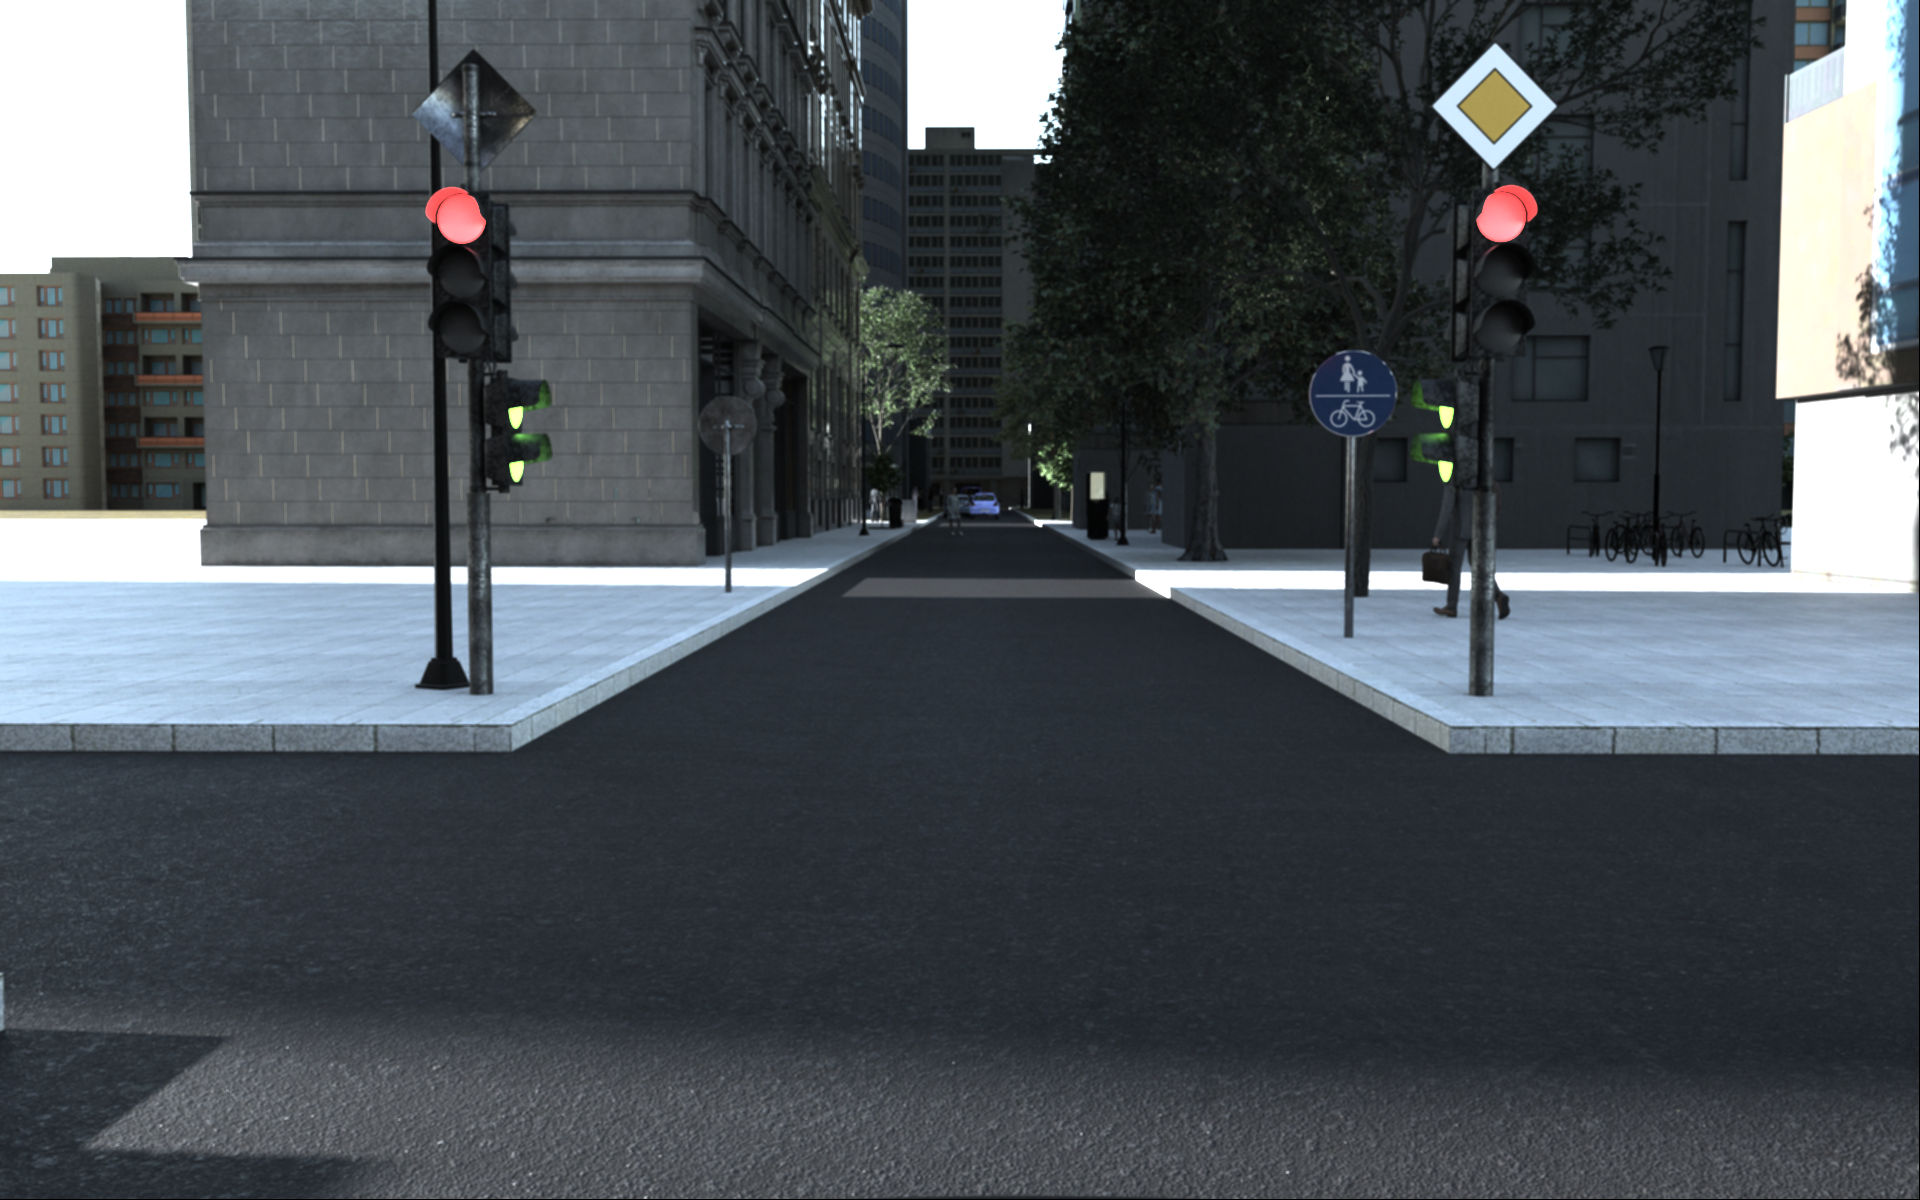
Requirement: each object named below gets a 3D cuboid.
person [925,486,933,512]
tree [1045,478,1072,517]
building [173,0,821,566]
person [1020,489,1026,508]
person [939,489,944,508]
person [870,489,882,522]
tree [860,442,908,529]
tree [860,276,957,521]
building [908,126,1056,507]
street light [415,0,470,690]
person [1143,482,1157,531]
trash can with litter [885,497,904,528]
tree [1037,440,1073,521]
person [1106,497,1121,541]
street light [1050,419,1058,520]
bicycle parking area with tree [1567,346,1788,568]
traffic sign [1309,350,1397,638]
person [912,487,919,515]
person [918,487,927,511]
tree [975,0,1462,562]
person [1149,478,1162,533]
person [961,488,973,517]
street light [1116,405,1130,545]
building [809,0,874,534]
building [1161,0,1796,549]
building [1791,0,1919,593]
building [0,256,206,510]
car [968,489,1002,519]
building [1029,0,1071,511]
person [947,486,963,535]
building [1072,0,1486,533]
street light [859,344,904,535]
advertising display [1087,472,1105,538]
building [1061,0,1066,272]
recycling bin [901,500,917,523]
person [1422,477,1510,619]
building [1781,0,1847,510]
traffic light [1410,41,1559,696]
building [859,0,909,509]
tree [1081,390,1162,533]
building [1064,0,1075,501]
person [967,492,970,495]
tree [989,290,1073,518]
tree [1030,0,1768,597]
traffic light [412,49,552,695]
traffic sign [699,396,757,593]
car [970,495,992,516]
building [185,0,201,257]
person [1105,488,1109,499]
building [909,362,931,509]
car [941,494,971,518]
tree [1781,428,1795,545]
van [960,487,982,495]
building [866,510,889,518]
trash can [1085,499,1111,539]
[{"bbox_3d":[-2.131,-7.152,122.994,0.705,1.822,1.348,1,4,21],"label":"person"},{"bbox_3d":[5.747,-6.327,98.051,1.663,3.219,1.824,0,3,0],"label":"tree"},{"bbox_3d":[-9.062,-11.044,31.477,10.553,20.767,40.483,0,4,1],"label":"building"},{"bbox_3d":[5.601,-9.026,154.301,0.721,1.739,1.217,2,4,26],"label":"person"},{"bbox_3d":[-1.615,-9.102,155.594,0.721,1.736,1.217,0,4,-7],"label":"person"},{"bbox_3d":[-3.818,-4.423,78.785,0.576,1.772,0.534,0,4,4],"label":"person"},{"bbox_3d":[-2.743,-4.236,63.861,1.663,3.219,1.824,0,3,0],"label":"tree"},{"bbox_3d":[-3.744,-9.551,81.911,9.928,11.665,9.643,0,3,0],"label":"tree"},{"bbox_3d":[-1.119,-30.201,185.660,23.993,40.220,32.217,0,4,1],"label":"building"},{"bbox_3d":[-2.889,-2.372,11.329,1.470,5.913,1.316,0,4,1],"label":"street light"},{"bbox_3d":[6.625,-3.247,60.142,0.512,1.701,0.522,2,4,26],"label":"person"},{"bbox_3d":[-2.466,-3.337,65.939,0.624,1.170,1.055,1,4,9],"label":"trash can with litter"},{"bbox_3d":[5.380,-6.033,82.353,4.285,4.588,4.351,0,3,0],"label":"tree"},{"bbox_3d":[4.289,-2.238,47.641,0.505,1.210,0.382,-1,4,-12],"label":"person"},{"bbox_3d":[4.126,-6.928,85.812,1.470,5.913,1.316,0,4,1],"label":"street light"},{"bbox_3d":[16.202,-2.850,33.598,8.231,4.147,9.016,1,4,18],"label":"bicycle parking area with tree"},{"bbox_3d":[3.479,-0.937,15.422,0.768,2.556,0.104,0,4,5],"label":"traffic sign"},{"bbox_3d":[-2.749,-6.090,106.290,0.551,1.740,0.621,3,4,37],"label":"person"},{"bbox_3d":[-3.061,-7.835,134.149,1.348,1.823,0.705,1,4,19],"label":"person"},{"bbox_3d":[4.785,-7.099,33.080,9.611,12.733,9.660,0,3,0],"label":"tree"},{"bbox_3d":[6.471,-3.054,56.078,0.778,1.811,0.616,3,4,37],"label":"person"},{"bbox_3d":[0.356,-6.138,108.993,1.348,1.807,0.705,-3,4,-37],"label":"person"},{"bbox_3d":[3.556,-4.335,43.421,1.470,5.913,1.316,0,4,1],"label":"street light"},{"bbox_3d":[-10.149,-16.316,64.026,12.463,27.353,25.104,0,4,1],"label":"building"},{"bbox_3d":[12.336,-22.160,45.908,14.154,41.232,14.086,0,4,1],"label":"building"},{"bbox_3d":[19.106,-22.470,17.499,14.200,45.320,14.600,0,4,1],"label":"building"},{"bbox_3d":[-63.083,-18.597,149.095,28.899,21.520,27.650,0,4,1],"label":"building"},{"bbox_3d":[1.431,-5.517,99.799,1.945,1.707,3.694,0,4,2],"label":"car"},{"bbox_3d":[17.408,-50.833,143.783,22.319,86.520,31.000,0,4,1],"label":"building"},{"bbox_3d":[-0.221,-3.135,60.755,0.512,1.701,0.522,-2,4,-28],"label":"person"},{"bbox_3d":[11.429,-23.509,67.966,14.154,41.232,14.086,0,4,1],"label":"building"},{"bbox_3d":[-2.441,-4.965,53.721,1.470,5.913,1.316,0,4,1],"label":"street light"},{"bbox_3d":[3.981,-2.783,50.708,0.123,1.923,0.974,2,4,31],"label":"advertising display"},{"bbox_3d":[24.921,-39.026,180.077,28.212,58.520,21.231,0,4,1],"label":"building"},{"bbox_3d":[-2.321,-3.979,77.606,0.722,1.027,0.722,0,4,-3],"label":"recycling bin"},{"bbox_3d":[5.226,-0.724,17.850,0.622,1.834,0.822,-2,4,-35],"label":"person"},{"bbox_3d":[67.127,-30.218,148.685,28.867,44.769,22.147,0,4,1],"label":"building"},{"bbox_3d":[3.305,-1.346,10.935,0.839,4.253,0.868,0,4,1],"label":"traffic light"},{"bbox_3d":[-14.774,-35.601,124.074,21.231,58.520,28.212,0,4,1],"label":"building"},{"bbox_3d":[5.529,-6.543,57.340,4.360,8.622,3.978,0,3,0],"label":"tree"},{"bbox_3d":[18.322,-30.253,114.242,23.786,49.044,30.456,0,4,1],"label":"building"},{"bbox_3d":[0.623,-8.006,140.873,0.415,1.643,0.593,1,4,22],"label":"person"},{"bbox_3d":[5.212,-10.639,92.077,7.486,12.596,7.792,0,3,0],"label":"tree"},{"bbox_3d":[5.041,-5.299,21.051,8.767,10.594,7.601,-1,4,-15],"label":"tree"},{"bbox_3d":[-3.056,-1.350,11.001,0.839,4.253,0.868,0,4,1],"label":"traffic light"},{"bbox_3d":[-3.020,-1.370,22.504,0.768,2.556,0.104,0,4,7],"label":"traffic sign"},{"bbox_3d":[1.262,-6.354,115.891,2.014,1.417,4.499,0,4,1],"label":"car"},{"bbox_3d":[-66.646,-45.418,180.839,20.611,71.187,20.563,0,4,1],"label":"building"},{"bbox_3d":[4.220,-2.916,53.083,0.648,1.900,0.474,-1,4,-14],"label":"person"},{"bbox_3d":[-18.361,-51.140,148.808,31.000,86.520,22.319,0,4,1],"label":"building"},{"bbox_3d":[-0.116,-5.648,104.348,2.014,1.417,4.499,0,4,0],"label":"car"},{"bbox_3d":[20.726,-3.052,44.495,1.663,3.219,1.824,0,3,0],"label":"tree"},{"bbox_3d":[1.064,-9.169,154.299,2.240,2.365,5.245,0,4,2],"label":"van"},{"bbox_3d":[-19.911,-24.878,98.643,32.217,40.220,23.993,0,4,1],"label":"building"},{"bbox_3d":[3.909,-2.290,49.088,0.748,1.137,0.748,0,3,0],"label":"trash can"}]
